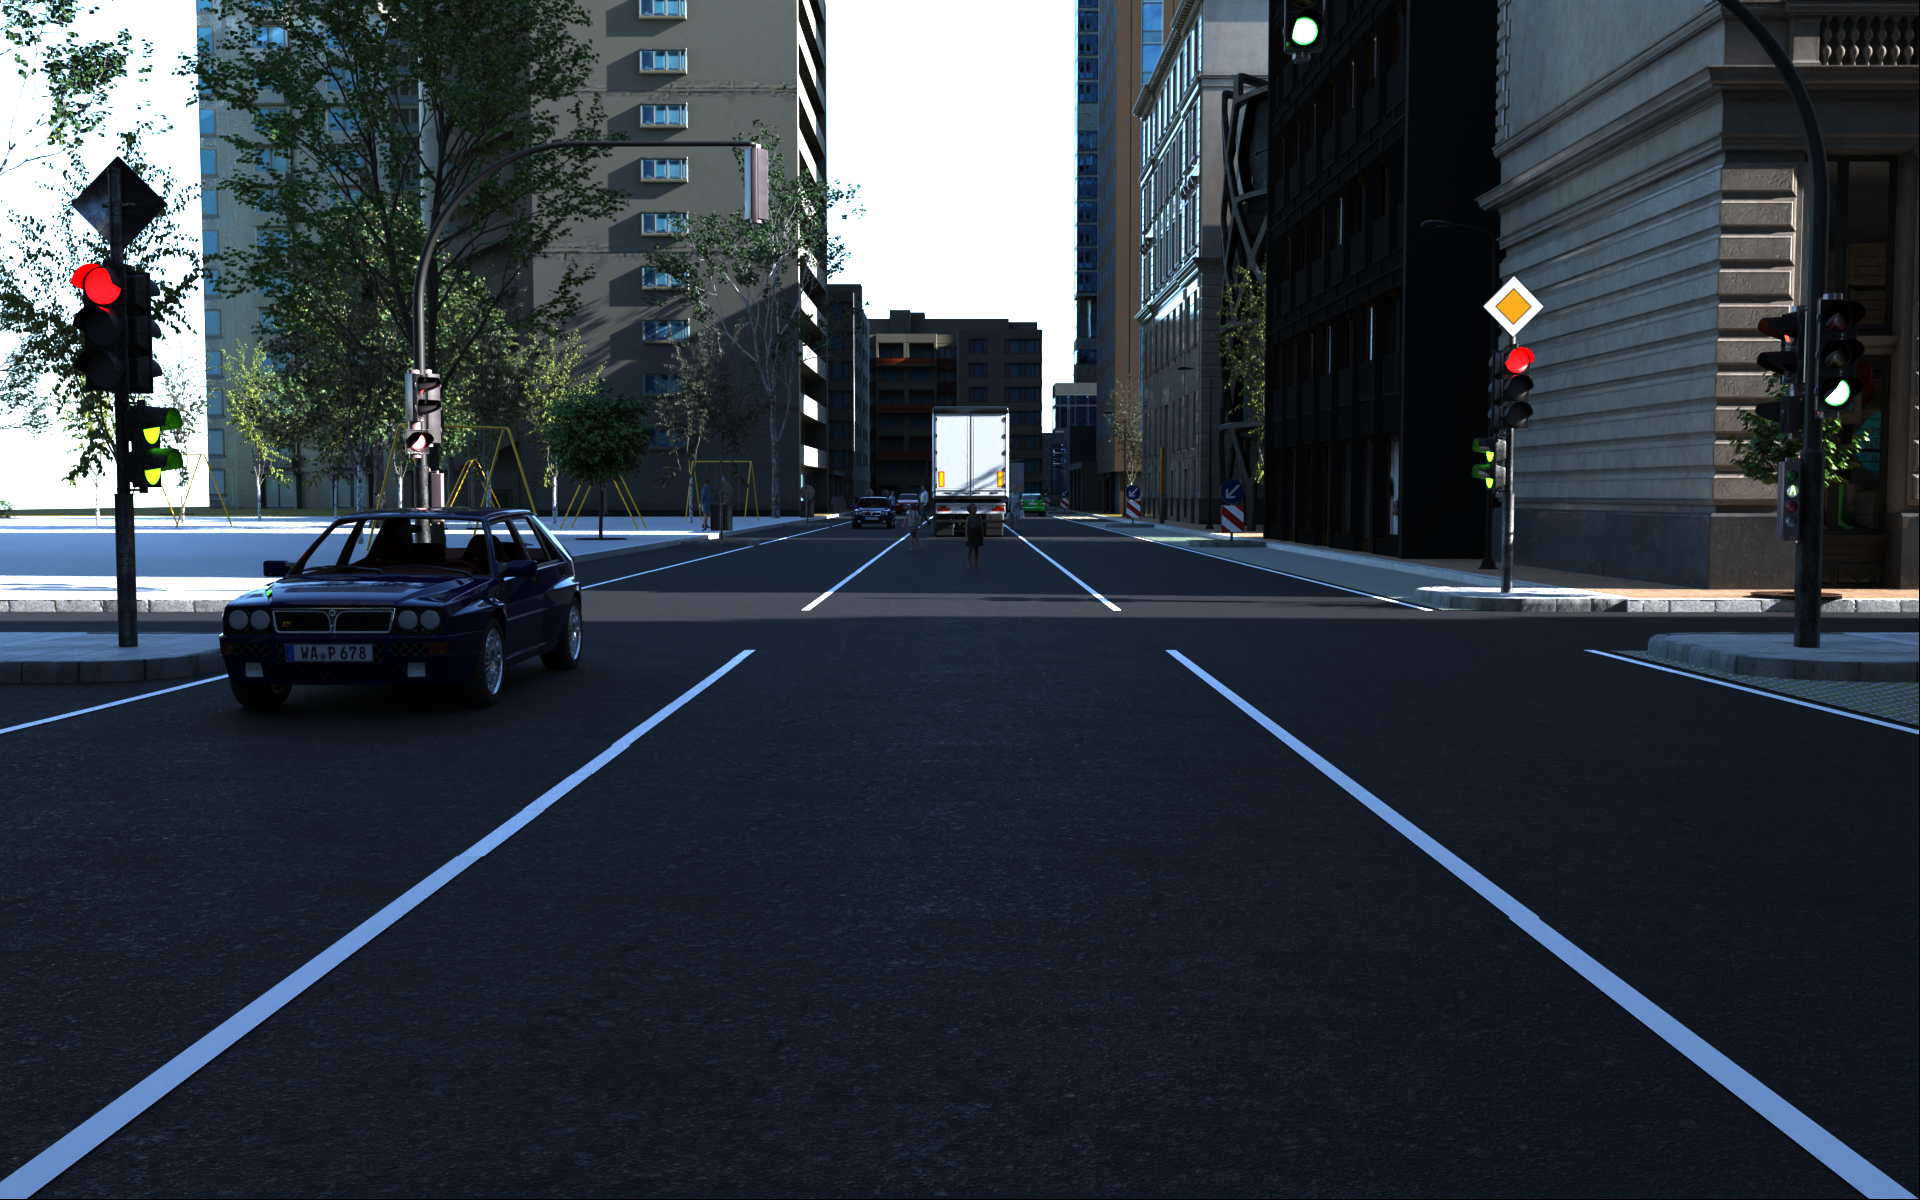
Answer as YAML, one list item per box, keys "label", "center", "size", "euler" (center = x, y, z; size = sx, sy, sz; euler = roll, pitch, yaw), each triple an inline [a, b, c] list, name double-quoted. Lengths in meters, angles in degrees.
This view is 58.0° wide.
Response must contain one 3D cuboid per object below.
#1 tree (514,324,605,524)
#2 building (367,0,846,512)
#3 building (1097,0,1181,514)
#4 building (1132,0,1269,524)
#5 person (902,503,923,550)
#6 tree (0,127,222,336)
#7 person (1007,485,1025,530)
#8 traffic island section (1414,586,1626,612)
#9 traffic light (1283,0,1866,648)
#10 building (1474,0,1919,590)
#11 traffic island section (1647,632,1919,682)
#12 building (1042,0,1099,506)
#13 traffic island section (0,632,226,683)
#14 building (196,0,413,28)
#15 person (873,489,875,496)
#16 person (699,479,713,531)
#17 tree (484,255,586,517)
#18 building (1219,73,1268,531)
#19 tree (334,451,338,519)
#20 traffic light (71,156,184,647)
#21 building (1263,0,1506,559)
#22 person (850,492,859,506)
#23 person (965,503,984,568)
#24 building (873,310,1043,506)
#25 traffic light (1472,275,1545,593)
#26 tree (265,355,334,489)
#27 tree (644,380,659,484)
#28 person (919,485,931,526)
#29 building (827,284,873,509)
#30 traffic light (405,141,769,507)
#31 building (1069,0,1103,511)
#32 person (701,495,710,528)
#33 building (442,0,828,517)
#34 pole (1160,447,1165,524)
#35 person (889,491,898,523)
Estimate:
- label: "tree"
  center: [-17.437, -7.626, 75.050]
  size: [4.737, 8.622, 4.395]
  euler: [0, 3, 0]
- label: "building"
  center: [-25.259, -26.843, 130.770]
  size: [32.217, 40.220, 23.993]
  euler: [0, 3, 0]
- label: "building"
  center: [16.595, -28.384, 114.192]
  size: [14.600, 45.320, 14.200]
  euler: [0, 3, 0]
- label: "building"
  center: [15.749, -17.562, 84.406]
  size: [12.463, 27.353, 25.104]
  euler: [0, 3, 0]
- label: "person"
  center: [-1.208, -1.862, 43.951]
  size: [0.505, 1.210, 0.382]
  euler: [-2, 4, -26]
- label: "tree"
  center: [-16.799, -5.118, 34.045]
  size: [4.737, 8.622, 4.395]
  euler: [0, 3, 0]
- label: "person"
  center: [2.214, -3.678, 68.987]
  size: [0.694, 1.780, 0.624]
  euler: [0, 4, -3]
- label: "traffic island section"
  center: [7.136, -0.016, 22.540]
  size: [2.009, 0.180, 2.903]
  euler: [0, 3, 0]
- label: "traffic light"
  center: [4.987, -2.424, 14.304]
  size: [4.771, 5.953, 1.251]
  euler: [0, 3, 0]
- label: "building"
  center: [19.297, -12.136, 27.305]
  size: [19.941, 23.489, 11.050]
  euler: [0, 3, 0]
- label: "traffic island section"
  center: [7.119, 0.473, 14.555]
  size: [2.009, 0.180, 2.903]
  euler: [0, 3, 0]
- label: "building"
  center: [24.171, -53.672, 190.214]
  size: [31.000, 86.520, 22.319]
  euler: [0, 3, 0]
- label: "traffic island section"
  center: [-7.022, 0.470, 14.589]
  size: [2.009, 0.180, 2.903]
  euler: [0, 3, 0]
- label: "building"
  center: [-53.209, -33.109, 160.940]
  size: [30.456, 49.044, 23.786]
  euler: [0, 3, 0]
- label: "person"
  center: [-8.552, -9.925, 169.040]
  size: [0.721, 1.735, 1.217]
  euler: [0, 4, 7]
- label: "person"
  center: [-8.786, -3.316, 60.290]
  size: [0.581, 1.822, 0.654]
  euler: [-2, 4, -33]
- label: "tree"
  center: [-14.653, -6.359, 54.336]
  size: [4.360, 8.622, 3.978]
  euler: [0, 3, 0]
- label: "building"
  center: [17.871, -11.984, 63.396]
  size: [16.820, 18.784, 16.811]
  euler: [0, 3, 0]
- label: "tree"
  center: [-32.958, -8.593, 90.852]
  size: [4.737, 8.622, 4.395]
  euler: [0, 3, 0]
- label: "traffic light"
  center: [-6.982, -1.562, 14.454]
  size: [0.839, 4.253, 0.868]
  euler: [0, 3, 0]
- label: "building"
  center: [14.886, -12.948, 41.385]
  size: [12.332, 23.373, 15.834]
  euler: [0, 3, 0]
- label: "person"
  center: [-8.845, -8.324, 145.367]
  size: [0.697, 1.427, 0.421]
  euler: [0, 4, -6]
- label: "person"
  center: [0.282, -1.244, 33.513]
  size: [0.362, 1.253, 0.373]
  euler: [-1, 4, -8]
- label: "building"
  center: [-5.771, -21.441, 195.592]
  size: [28.899, 21.520, 27.650]
  euler: [0, 3, 0]
- label: "traffic light"
  center: [7.096, -2.049, 22.426]
  size: [0.839, 4.253, 0.868]
  euler: [0, 3, 0]
- label: "tree"
  center: [-33.259, -8.074, 82.371]
  size: [4.737, 8.622, 4.395]
  euler: [0, 3, 0]
- label: "tree"
  center: [-11.923, -7.707, 76.368]
  size: [4.360, 8.622, 3.978]
  euler: [0, 3, 0]
- label: "person"
  center: [-1.617, -4.174, 76.844]
  size: [0.850, 1.850, 0.679]
  euler: [-3, 4, -36]
- label: "building"
  center: [-23.534, -19.298, 160.563]
  size: [28.899, 21.520, 27.650]
  euler: [0, 3, 0]
- label: "traffic light"
  center: [-4.874, -2.924, 22.470]
  size: [4.771, 5.953, 1.251]
  euler: [0, 3, 0]
- label: "building"
  center: [19.238, -42.367, 130.956]
  size: [20.563, 71.187, 20.611]
  euler: [0, 3, 0]
- label: "person"
  center: [-9.601, -3.368, 65.393]
  size: [0.394, 1.301, 0.425]
  euler: [-2, 4, -25]
- label: "building"
  center: [-19.762, -29.605, 107.751]
  size: [21.300, 48.544, 21.600]
  euler: [0, 3, 0]
- label: "pole"
  center: [8.757, -4.963, 74.985]
  size: [0.158, 3.312, 0.155]
  euler: [0, 3, 0]
- label: "person"
  center: [-3.366, -4.644, 86.240]
  size: [0.330, 1.601, 0.589]
  euler: [3, 5, 42]
